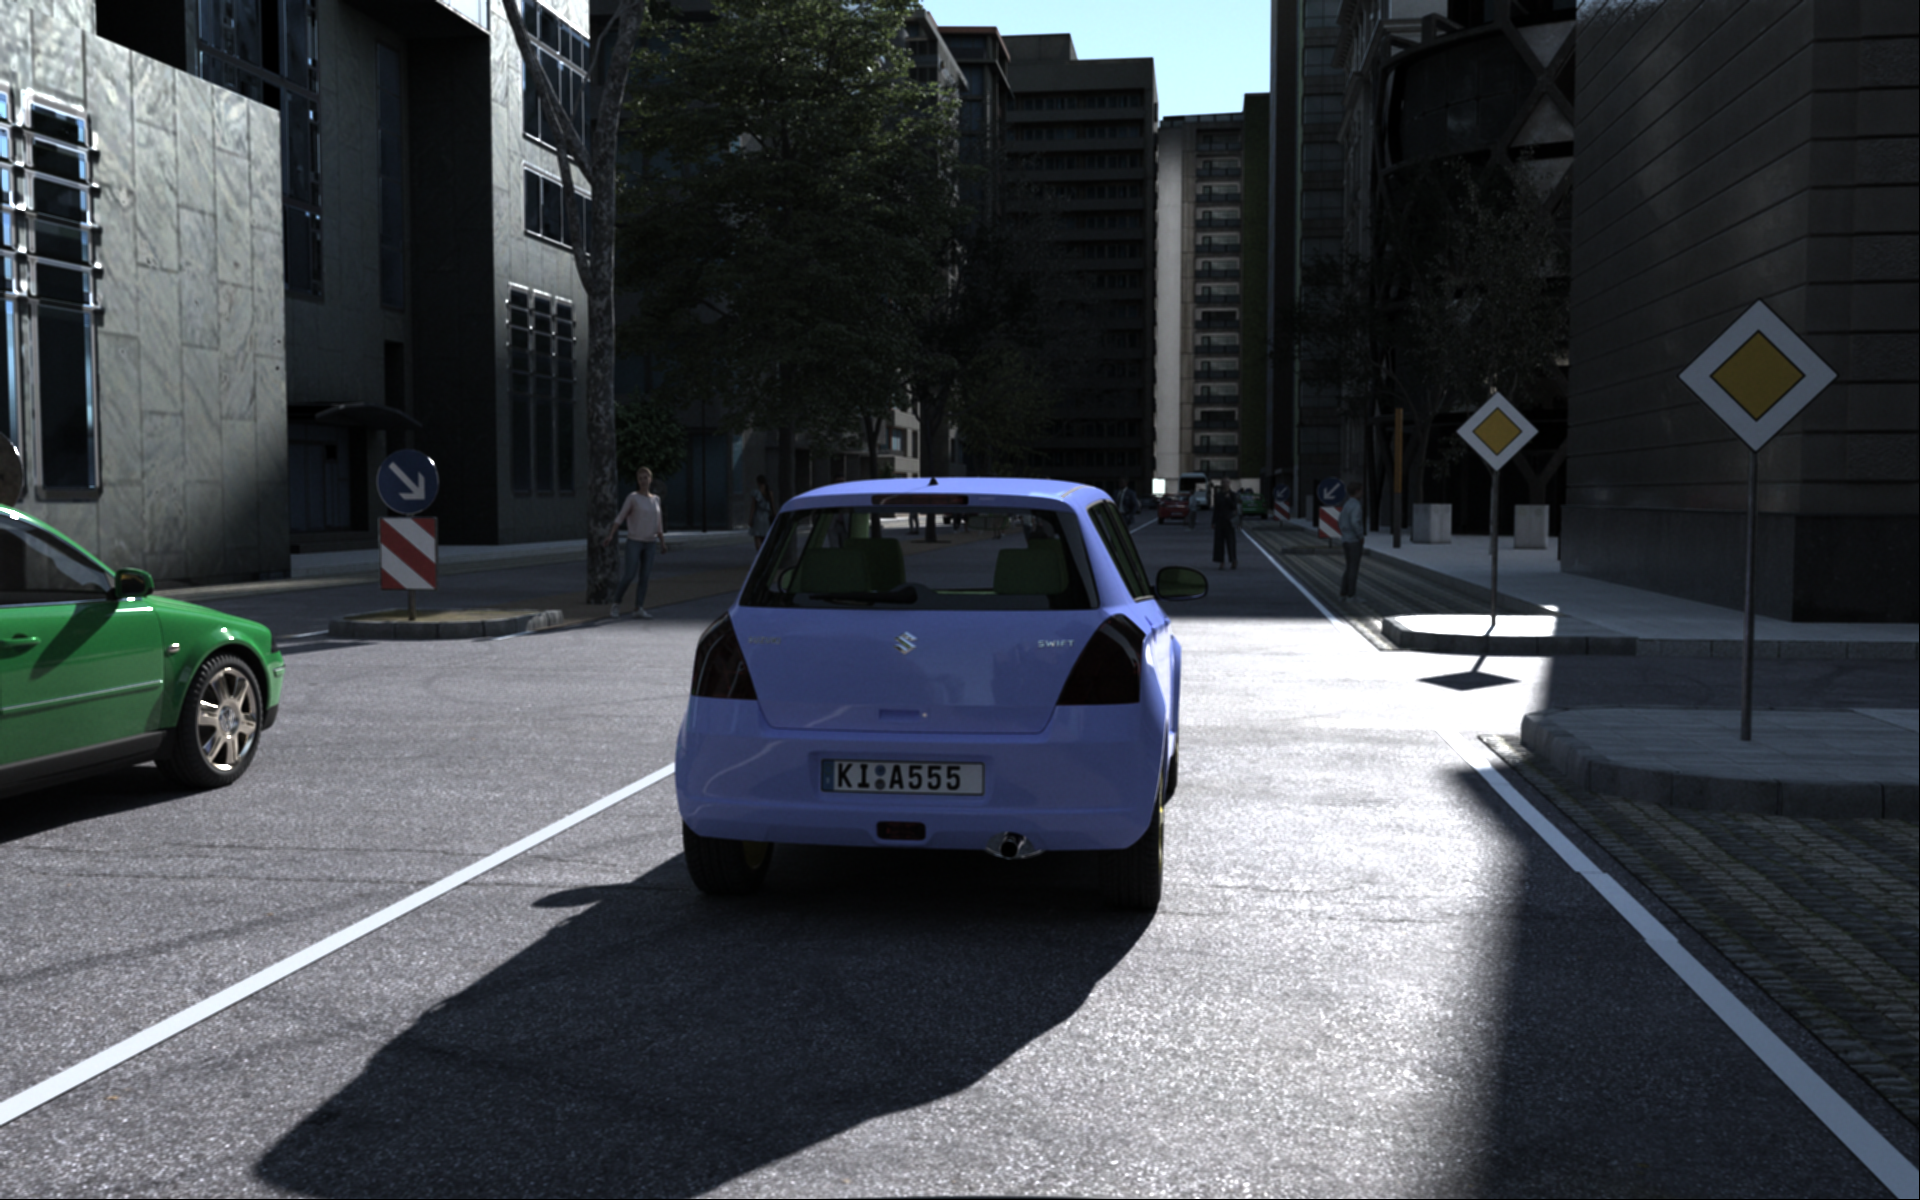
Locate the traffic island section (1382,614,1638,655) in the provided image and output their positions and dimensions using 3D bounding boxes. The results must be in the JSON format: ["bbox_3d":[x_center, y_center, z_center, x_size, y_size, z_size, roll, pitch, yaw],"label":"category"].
[{"bbox_3d":[5.237,0.326,16.943,2.009,0.180,2.903,0,4,8],"label":"traffic island section"}]

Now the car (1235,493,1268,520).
[{"bbox_3d":[16.645,-5.520,99.043,1.959,1.807,4.718,0,4,8],"label":"car"}]

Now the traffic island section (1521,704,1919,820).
[{"bbox_3d":[4.117,0.810,9.036,2.009,0.180,2.903,0,4,8],"label":"traffic island section"}]

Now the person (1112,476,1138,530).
[{"bbox_3d":[3.287,-1.634,35.396,0.721,1.800,0.419,2,4,28],"label":"person"}]

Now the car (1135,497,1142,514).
[{"bbox_3d":[12.191,-6.966,126.249,2.083,1.381,4.827,1,4,9],"label":"car"}]

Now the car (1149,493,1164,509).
[{"bbox_3d":[19.176,-9.627,166.448,2.155,1.783,4.494,1,4,10],"label":"car"}]

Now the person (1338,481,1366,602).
[{"bbox_3d":[5.185,-0.765,22.823,0.330,1.601,0.589,0,3,0],"label":"person"}]

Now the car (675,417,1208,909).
[{"bbox_3d":[0.074,0.135,7.378,1.945,1.707,3.694,1,4,8],"label":"car"}]

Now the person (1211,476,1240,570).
[{"bbox_3d":[5.045,-1.470,32.955,0.576,1.772,0.534,1,4,18],"label":"person"}]

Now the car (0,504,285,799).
[{"bbox_3d":[-4.652,0.097,7.218,1.959,1.807,4.718,1,4,9],"label":"car"}]

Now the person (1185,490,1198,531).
[{"bbox_3d":[9.053,-3.503,67.588,0.589,1.601,0.330,-3,5,-44],"label":"person"}]

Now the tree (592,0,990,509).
[{"bbox_3d":[-3.343,-6.880,33.076,7.486,12.596,7.792,0,3,0],"label":"tree"}]

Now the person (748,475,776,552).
[{"bbox_3d":[-3.846,-1.548,33.904,0.616,1.811,0.778,-1,4,-17],"label":"person"}]

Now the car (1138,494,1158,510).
[{"bbox_3d":[17.460,-9.116,161.046,2.014,1.417,4.499,1,4,8],"label":"car"}]

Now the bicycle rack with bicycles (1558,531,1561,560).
[{"bbox_3d":[12.818,-1.226,33.428,2.852,0.926,2.925,-2,4,-34],"label":"bicycle rack with bicycles"}]

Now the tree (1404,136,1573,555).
[{"bbox_3d":[11.322,-5.273,36.570,4.360,8.622,3.978,0,3,0],"label":"tree"}]

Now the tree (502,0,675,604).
[{"bbox_3d":[-5.722,-10.066,22.926,12.611,20.169,13.585,0,3,0],"label":"tree"}]

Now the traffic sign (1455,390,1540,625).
[{"bbox_3d":[5.212,-0.809,16.869,0.795,2.450,0.064,0,4,8],"label":"traffic sign"}]

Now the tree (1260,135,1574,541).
[{"bbox_3d":[12.227,-6.829,46.062,8.767,10.594,7.601,0,4,7],"label":"tree"}]

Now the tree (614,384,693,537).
[{"bbox_3d":[-9.634,-4.166,51.834,4.285,4.588,4.351,0,3,0],"label":"tree"}]

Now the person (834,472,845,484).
[{"bbox_3d":[-1.967,-1.196,28.330,0.678,1.792,0.850,-1,4,-12],"label":"person"}]

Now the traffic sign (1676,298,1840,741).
[{"bbox_3d":[4.093,-0.325,8.962,0.795,2.450,0.064,0,4,8],"label":"traffic sign"}]

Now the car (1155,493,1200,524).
[{"bbox_3d":[10.478,-4.556,83.527,2.155,1.783,4.494,0,4,8],"label":"car"}]

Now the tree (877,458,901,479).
[{"bbox_3d":[-3.856,-5.940,91.726,1.663,3.219,1.824,0,3,0],"label":"tree"}]

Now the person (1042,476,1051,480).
[{"bbox_3d":[1.771,-1.647,35.527,0.767,1.812,0.694,2,4,33],"label":"person"}]

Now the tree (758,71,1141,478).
[{"bbox_3d":[-0.847,-8.413,50.385,12.009,13.543,11.850,0,3,0],"label":"tree"}]

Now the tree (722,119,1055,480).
[{"bbox_3d":[-1.877,-6.347,40.635,8.767,10.594,7.601,0,4,8],"label":"tree"}]

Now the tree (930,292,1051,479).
[{"bbox_3d":[0.864,-6.832,64.524,4.737,8.622,4.395,0,3,0],"label":"tree"}]

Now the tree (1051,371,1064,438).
[{"bbox_3d":[2.152,-7.119,69.218,4.737,8.622,4.395,0,3,0],"label":"tree"}]

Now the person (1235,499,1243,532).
[{"bbox_3d":[10.629,-3.236,66.091,0.332,1.250,0.352,1,4,20],"label":"person"}]

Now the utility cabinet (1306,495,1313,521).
[{"bbox_3d":[16.597,-4.301,81.480,0.306,1.237,1.020,-1,4,-10],"label":"utility cabinet"}]
